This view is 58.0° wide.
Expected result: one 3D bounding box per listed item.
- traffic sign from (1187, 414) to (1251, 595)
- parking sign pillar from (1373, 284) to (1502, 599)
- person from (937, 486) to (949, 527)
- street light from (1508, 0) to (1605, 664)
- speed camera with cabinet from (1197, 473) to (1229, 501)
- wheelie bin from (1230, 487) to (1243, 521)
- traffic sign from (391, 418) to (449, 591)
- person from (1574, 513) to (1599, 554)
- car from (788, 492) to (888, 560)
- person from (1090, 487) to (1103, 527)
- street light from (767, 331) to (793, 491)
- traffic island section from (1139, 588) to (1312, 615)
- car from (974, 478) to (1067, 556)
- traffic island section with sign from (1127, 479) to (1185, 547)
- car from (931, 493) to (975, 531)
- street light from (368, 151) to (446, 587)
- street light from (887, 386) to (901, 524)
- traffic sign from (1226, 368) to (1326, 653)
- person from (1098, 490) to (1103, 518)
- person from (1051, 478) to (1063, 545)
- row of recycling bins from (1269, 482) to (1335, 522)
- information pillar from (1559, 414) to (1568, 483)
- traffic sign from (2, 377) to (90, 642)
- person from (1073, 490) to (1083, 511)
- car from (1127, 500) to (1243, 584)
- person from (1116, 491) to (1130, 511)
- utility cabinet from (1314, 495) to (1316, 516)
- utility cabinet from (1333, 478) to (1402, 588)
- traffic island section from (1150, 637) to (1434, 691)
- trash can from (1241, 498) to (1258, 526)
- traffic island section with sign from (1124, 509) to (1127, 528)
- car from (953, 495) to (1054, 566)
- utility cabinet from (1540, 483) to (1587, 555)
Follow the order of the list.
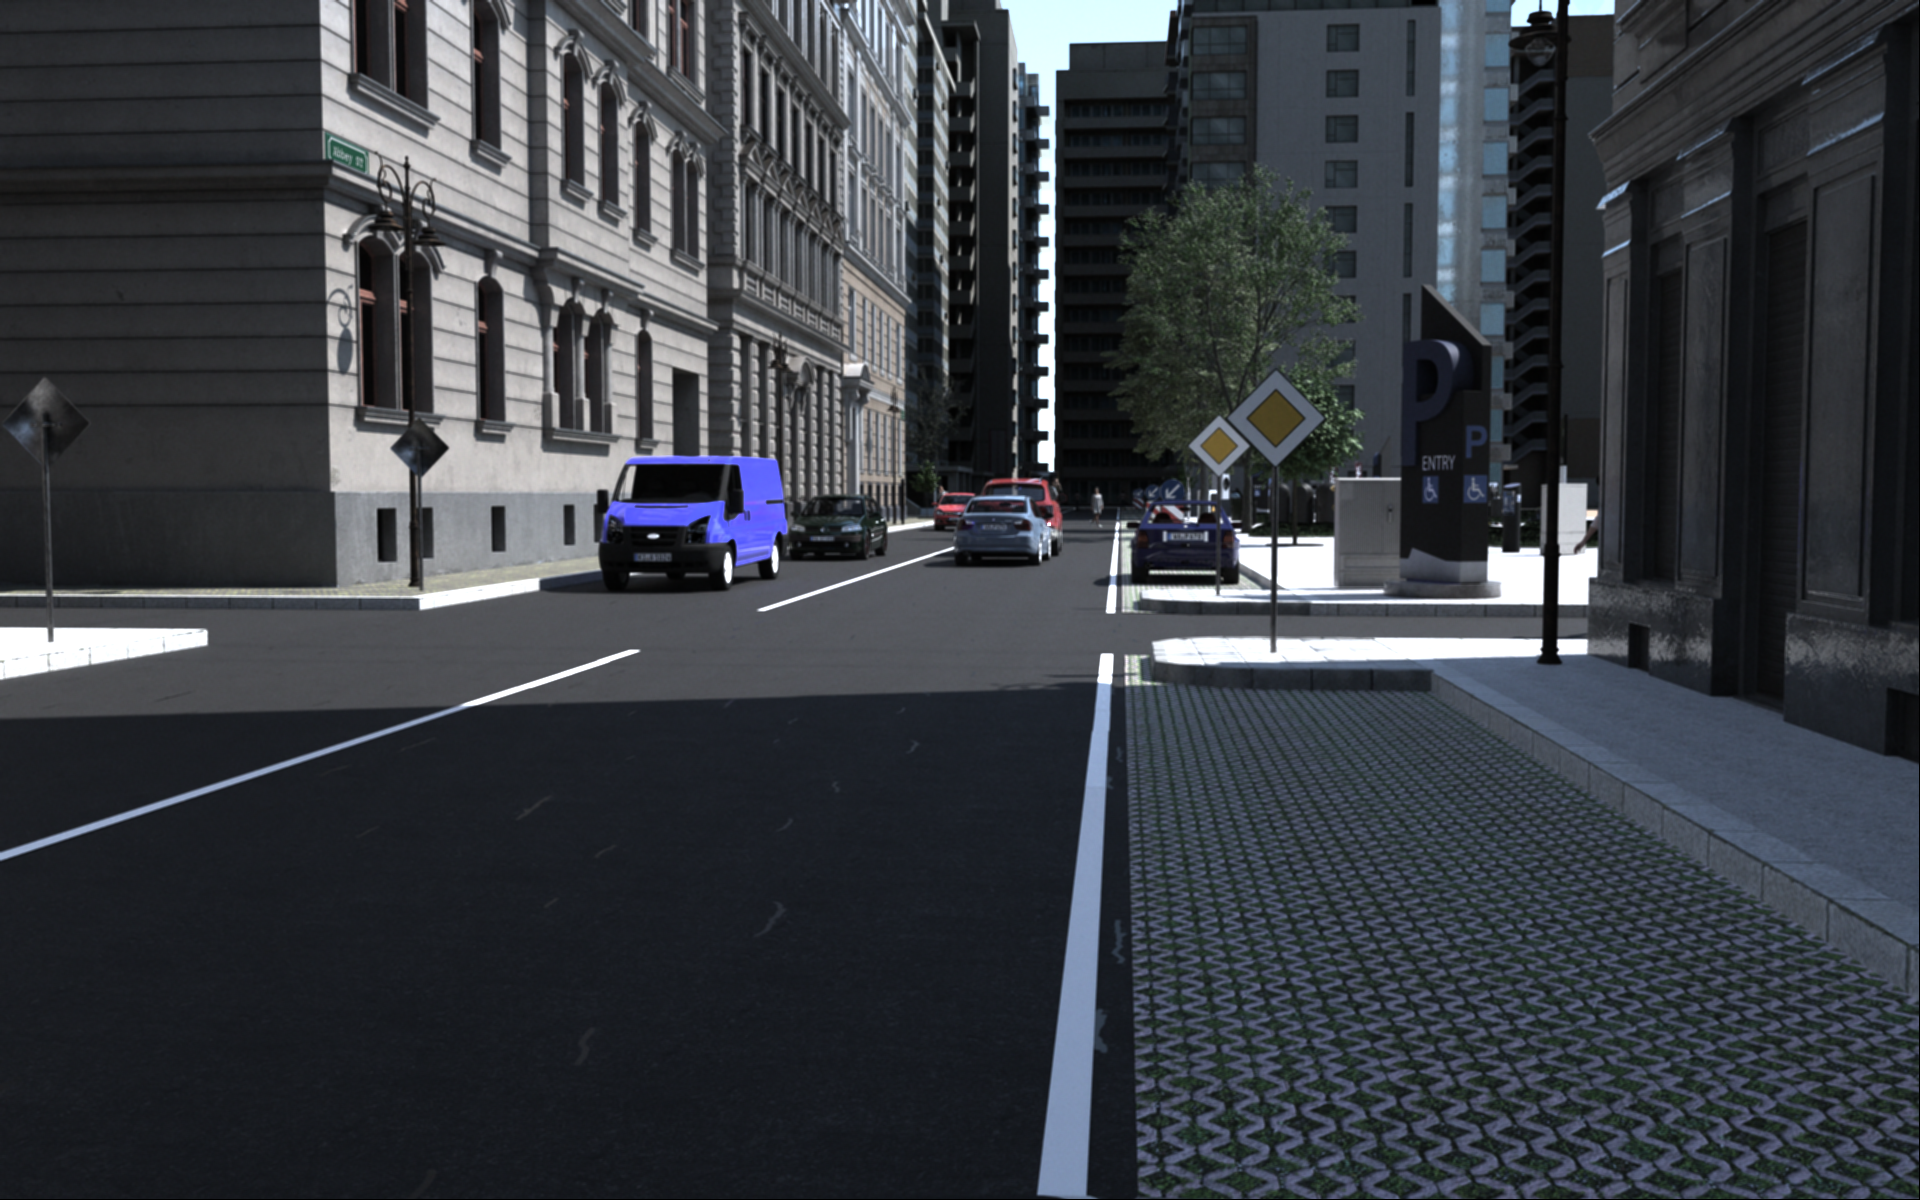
[{"bbox_3d":[3.267,-1.117,21.901,0.795,2.450,0.064,0,4,5],"label":"traffic sign"},{"bbox_3d":[6.084,-2.034,21.733,1.447,3.967,1.447,-1,4,-19],"label":"parking sign pillar"},{"bbox_3d":[-0.713,-4.152,76.566,0.592,1.802,0.473,0,4,2],"label":"person"},{"bbox_3d":[4.466,-2.456,12.944,0.468,5.910,1.993,0,4,5],"label":"street light"},{"bbox_3d":[10.941,-4.915,74.702,0.660,3.252,2.038,2,4,34],"label":"speed camera with cabinet"},{"bbox_3d":[13.255,-4.589,82.934,0.693,1.594,0.980,0,4,2],"label":"wheelie bin"},{"bbox_3d":[-7.131,-1.177,22.879,0.795,2.450,0.064,0,4,5],"label":"traffic sign"},{"bbox_3d":[6.551,-0.508,17.473,0.731,1.740,0.598,0,4,-6],"label":"person"},{"bbox_3d":[-2.716,-1.786,38.993,2.009,1.686,4.222,0,4,6],"label":"car"},{"bbox_3d":[5.893,-4.030,75.146,0.466,1.731,0.760,-3,5,-43],"label":"person"},{"bbox_3d":[-5.104,-4.682,49.336,0.468,5.910,1.993,0,4,5],"label":"street light"},{"bbox_3d":[3.291,0.019,21.976,2.009,0.180,2.903,0,4,5],"label":"traffic island section"},{"bbox_3d":[1.419,-2.022,41.740,2.281,1.827,5.304,0,4,4],"label":"car"},{"bbox_3d":[5.570,-2.314,46.470,1.989,1.847,2.006,0,4,5],"label":"traffic island section with sign"},{"bbox_3d":[-0.034,-3.654,68.789,2.155,1.783,4.494,0,4,3],"label":"car"},{"bbox_3d":[-7.561,-3.123,23.847,0.468,5.910,1.993,0,4,5],"label":"street light"},{"bbox_3d":[-2.808,-6.199,74.146,0.468,5.910,1.993,0,4,5],"label":"street light"},{"bbox_3d":[2.532,-0.630,13.950,0.795,2.450,0.064,0,4,5],"label":"traffic sign"},{"bbox_3d":[8.406,-5.849,105.058,0.541,1.710,0.530,-1,4,-18],"label":"person"},{"bbox_3d":[2.712,-2.528,49.188,0.474,1.900,0.648,0,4,6],"label":"person"},{"bbox_3d":[13.273,-3.518,64.629,3.534,1.692,1.069,2,4,24],"label":"row of recycling bins"},{"bbox_3d":[17.636,-3.626,50.636,0.183,3.616,0.504,0,4,6],"label":"information pillar"},{"bbox_3d":[-7.866,-0.690,14.928,0.795,2.450,0.064,0,4,5],"label":"traffic sign"},{"bbox_3d":[9.827,-8.248,144.071,0.721,1.736,1.217,-3,5,-39],"label":"person"},{"bbox_3d":[3.743,-0.995,28.851,1.945,1.354,3.894,0,4,7],"label":"car"},{"bbox_3d":[13.980,-8.522,148.538,1.217,1.736,0.721,1,4,9],"label":"person"},{"bbox_3d":[18.178,-4.760,88.989,1.020,1.237,0.306,-3,5,-45],"label":"utility cabinet"},{"bbox_3d":[5.693,-0.905,23.480,1.173,1.500,0.318,0,4,-1],"label":"utility cabinet"},{"bbox_3d":[2.556,0.505,14.025,2.009,0.180,2.903,0,4,5],"label":"traffic island section"},{"bbox_3d":[11.606,-3.542,69.566,0.748,1.137,0.748,0,3,0],"label":"trash can"},{"bbox_3d":[8.071,-3.968,73.510,1.989,1.847,2.006,0,4,5],"label":"traffic island section with sign"},{"bbox_3d":[0.918,-1.474,36.105,2.014,1.417,4.499,0,4,7],"label":"car"},{"bbox_3d":[12.606,-1.683,36.195,1.173,1.500,0.318,-3,4,-36],"label":"utility cabinet"}]
